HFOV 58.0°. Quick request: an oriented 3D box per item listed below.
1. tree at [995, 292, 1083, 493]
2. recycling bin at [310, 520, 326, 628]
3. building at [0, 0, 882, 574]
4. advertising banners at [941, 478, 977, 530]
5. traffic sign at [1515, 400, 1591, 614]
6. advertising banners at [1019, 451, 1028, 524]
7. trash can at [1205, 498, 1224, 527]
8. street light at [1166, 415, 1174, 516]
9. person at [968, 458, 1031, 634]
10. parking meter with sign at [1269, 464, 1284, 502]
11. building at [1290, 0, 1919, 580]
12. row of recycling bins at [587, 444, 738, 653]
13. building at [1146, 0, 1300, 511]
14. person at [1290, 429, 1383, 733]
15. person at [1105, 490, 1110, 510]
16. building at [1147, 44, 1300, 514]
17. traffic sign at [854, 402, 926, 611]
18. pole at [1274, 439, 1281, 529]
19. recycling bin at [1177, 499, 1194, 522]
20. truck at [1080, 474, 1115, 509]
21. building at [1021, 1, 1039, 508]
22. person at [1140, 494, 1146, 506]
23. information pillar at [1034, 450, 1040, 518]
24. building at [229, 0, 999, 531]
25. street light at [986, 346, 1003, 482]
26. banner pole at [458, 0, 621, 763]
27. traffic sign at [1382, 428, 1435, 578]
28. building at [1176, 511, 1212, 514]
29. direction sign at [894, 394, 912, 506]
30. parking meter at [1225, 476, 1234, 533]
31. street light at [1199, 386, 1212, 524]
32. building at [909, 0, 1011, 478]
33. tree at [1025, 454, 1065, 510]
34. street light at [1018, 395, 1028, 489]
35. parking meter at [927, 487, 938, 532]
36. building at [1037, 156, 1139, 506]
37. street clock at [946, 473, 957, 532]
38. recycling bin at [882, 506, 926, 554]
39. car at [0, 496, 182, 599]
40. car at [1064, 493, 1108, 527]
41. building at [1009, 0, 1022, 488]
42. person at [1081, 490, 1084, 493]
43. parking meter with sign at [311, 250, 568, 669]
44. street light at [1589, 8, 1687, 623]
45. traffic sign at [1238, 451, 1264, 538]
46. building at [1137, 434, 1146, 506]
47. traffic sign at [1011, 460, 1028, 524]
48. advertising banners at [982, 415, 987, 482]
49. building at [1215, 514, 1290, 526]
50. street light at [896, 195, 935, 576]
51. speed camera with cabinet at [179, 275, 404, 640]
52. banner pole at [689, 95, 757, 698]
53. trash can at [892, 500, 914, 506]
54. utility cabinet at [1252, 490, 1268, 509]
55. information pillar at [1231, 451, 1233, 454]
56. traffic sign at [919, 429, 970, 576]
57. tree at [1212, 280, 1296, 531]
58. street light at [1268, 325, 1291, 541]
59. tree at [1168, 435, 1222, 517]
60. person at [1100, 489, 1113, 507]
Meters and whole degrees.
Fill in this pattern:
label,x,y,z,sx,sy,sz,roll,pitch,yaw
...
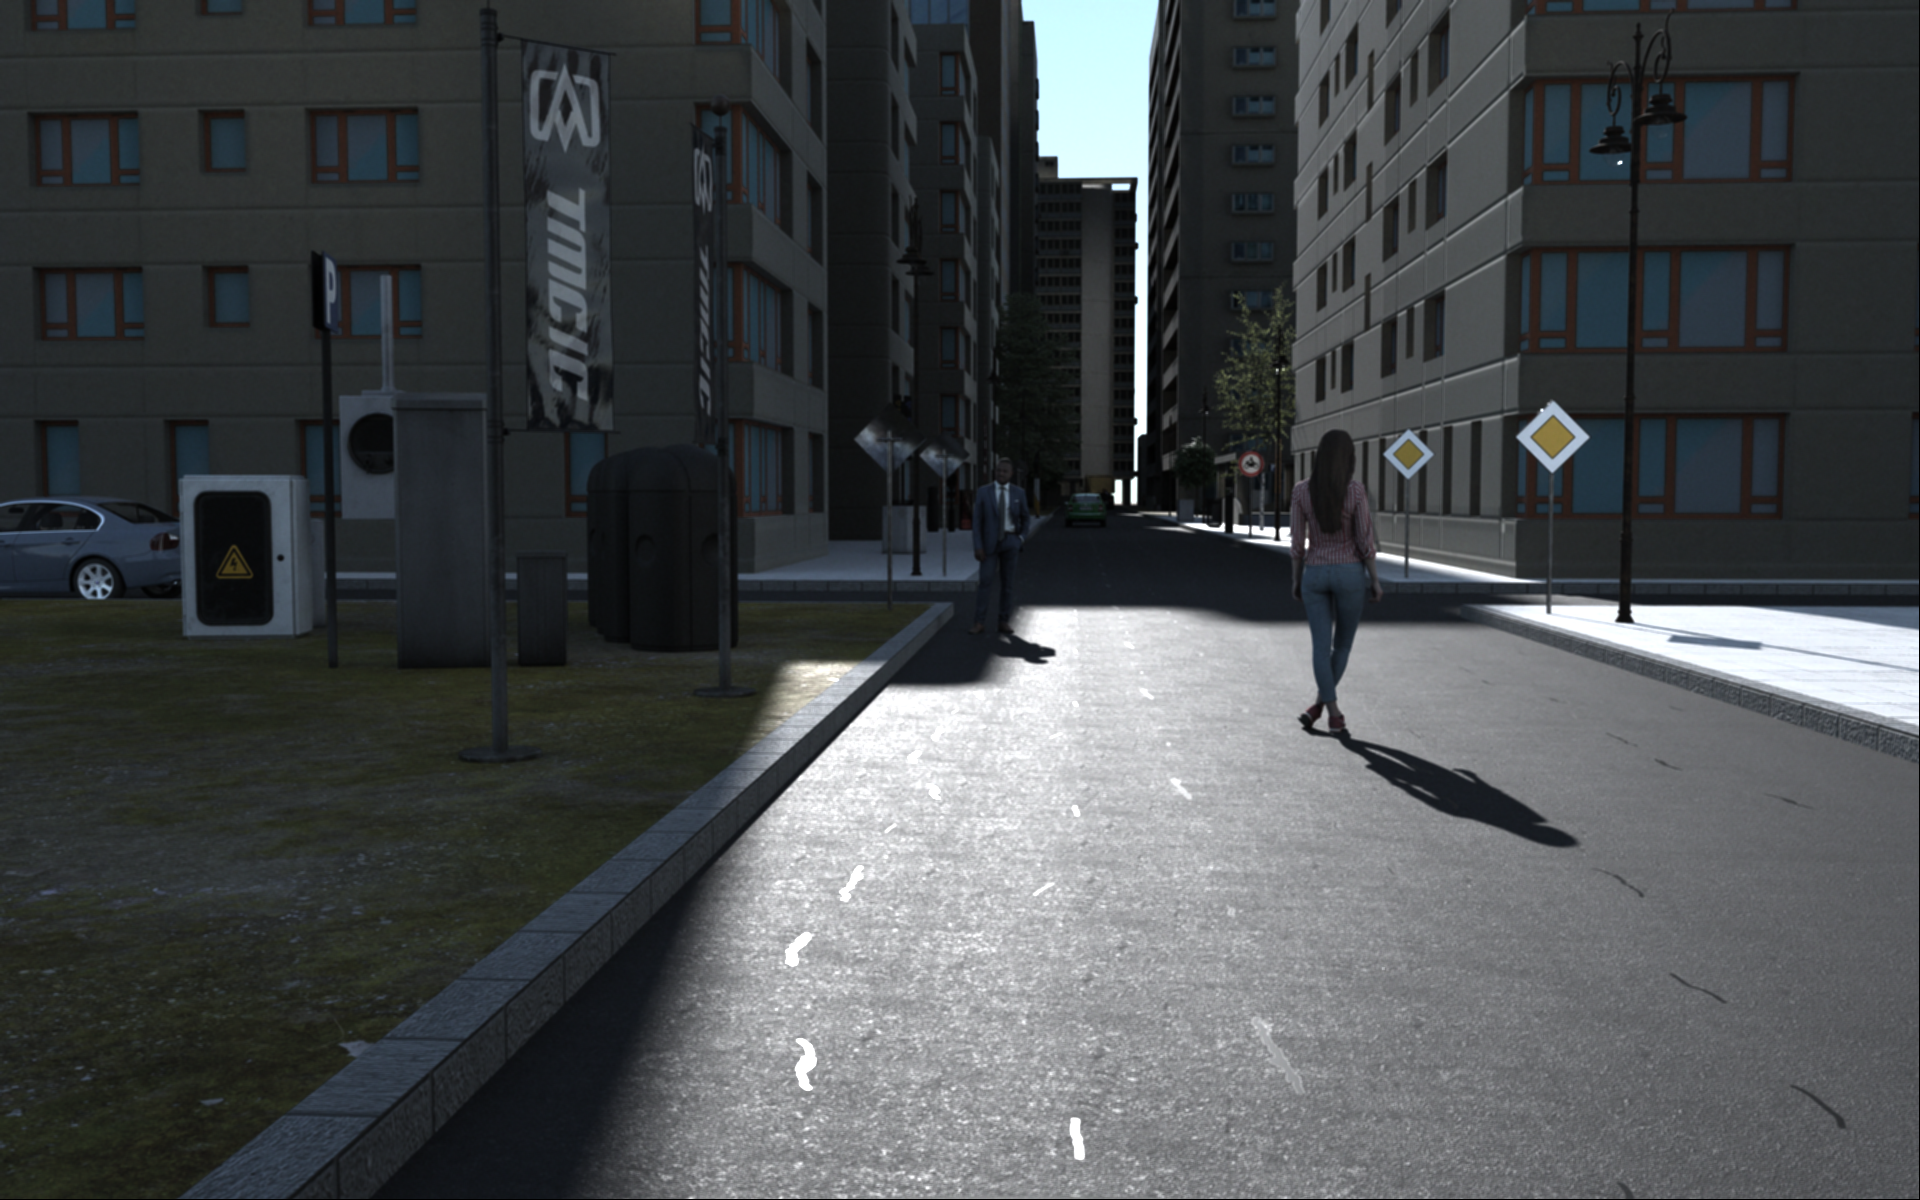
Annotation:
label,x,y,z,sx,sy,sz,roll,pitch,yaw
tree,3.125,-10.996,97.914,7.486,12.596,7.792,0,3,0
recycling bin,-6.569,-0.259,16.791,0.722,1.027,0.722,-2,4,-25
building,-16.151,-12.081,42.566,27.650,21.520,28.899,0,4,4
advertising banners,0.244,-3.997,61.540,2.074,3.025,0.090,0,4,-1
traffic sign,6.309,-0.909,18.506,0.795,2.450,0.064,0,4,4
advertising banners,2.618,-4.582,71.106,0.090,3.025,2.074,0,4,-6
trash can,9.804,-3.371,66.765,0.748,1.137,0.748,0,3,0
street light,12.262,-7.844,101.038,0.468,5.910,1.993,0,4,4
person,0.391,-0.567,17.951,0.721,1.800,0.419,-1,4,-15
parking meter with sign,17.049,-5.778,90.729,0.543,3.016,1.738,-3,5,-44
building,23.756,-11.828,38.427,28.899,21.520,27.650,0,4,4
row of recycling bins,-2.783,-0.521,15.638,1.069,1.692,3.534,-1,4,-19
building,28.914,-33.055,164.154,21.300,48.544,21.600,0,4,4
person,2.270,-0.119,10.448,0.555,1.821,0.388,1,4,10
person,13.133,-8.974,155.094,0.709,1.838,0.599,2,4,29
building,31.836,-27.494,141.412,32.217,40.220,23.993,0,4,4
traffic sign,-0.769,-0.939,18.994,0.795,2.450,0.064,0,4,4
pole,11.739,-4.289,63.972,0.158,3.312,0.155,0,3,0
recycling bin,10.561,-4.194,81.121,0.722,1.027,0.722,0,4,-2
truck,13.374,-10.433,166.503,3.469,3.379,9.791,0,4,2
building,-3.333,-33.203,166.572,21.600,48.544,21.300,0,4,4
person,19.408,-10.444,182.517,1.065,1.426,0.557,-2,4,-32
information pillar,4.097,-6.168,92.202,0.183,3.616,0.504,-1,4,-22
building,-12.680,-14.325,79.247,27.650,21.520,28.899,0,4,4
street light,1.085,-4.992,54.412,0.468,5.910,1.993,0,4,4
banner pole,-2.058,-1.129,8.476,0.863,3.779,0.401,-3,4,-37
traffic sign,6.837,-1.396,26.474,0.795,2.450,0.064,0,4,4
building,25.143,-30.264,118.521,21.300,48.544,21.600,0,4,4
direction sign,-1.313,-2.921,39.760,0.379,3.537,0.876,2,4,24
parking meter,8.784,-3.107,56.503,0.255,1.863,0.399,1,4,14
street light,10.460,-6.198,74.128,0.468,5.910,1.993,0,4,4
building,-4.012,-28.067,109.010,14.600,45.320,14.200,0,4,4
tree,7.521,-10.237,151.083,4.285,4.588,4.351,0,3,0
street light,2.966,-6.623,81.081,0.468,5.910,1.993,0,4,4
parking meter,-0.916,-3.075,58.686,0.372,1.533,0.369,0,3,0
building,8.596,-31.194,201.908,23.993,40.220,32.217,0,4,4
street clock,-0.286,-3.318,58.813,0.358,2.002,0.471,1,4,18
recycling bin,-1.202,-1.521,37.415,0.722,1.027,0.722,2,4,33
car,-12.204,-0.673,23.009,4.499,1.417,2.014,0,4,5
car,5.571,-4.143,76.540,1.959,1.807,4.718,0,4,5
building,-2.868,-26.888,123.206,14.154,41.232,14.086,0,4,4
person,8.583,-6.858,121.562,0.756,1.711,0.436,-2,4,-31
parking meter with sign,-3.817,-1.014,12.845,1.738,3.016,0.543,-1,4,-10
street light,6.650,-2.714,17.154,0.468,5.910,1.993,0,4,4
traffic sign,8.557,-3.111,50.973,0.768,2.556,0.104,0,4,5
building,35.687,-53.872,193.483,31.000,86.520,22.319,0,4,4
traffic sign,2.185,-3.985,65.259,0.768,2.556,0.104,1,4,13
advertising banners,0.699,-2.643,39.401,0.090,3.025,2.074,1,4,11
building,27.843,-23.432,75.002,32.217,40.220,23.993,0,4,4
street light,-0.688,-3.326,27.163,0.468,5.910,1.993,0,4,4
speed camera with cabinet,-5.851,-1.294,15.496,2.038,3.252,0.660,0,4,-7
banner pole,-1.536,-1.268,10.746,0.401,3.779,0.863,0,4,8
trash can,-1.500,-1.989,44.179,0.748,1.137,0.748,0,3,0
utility cabinet,15.501,-5.001,90.444,1.173,1.500,0.318,-1,4,-18
information pillar,14.857,-6.251,93.552,0.504,3.616,0.183,1,4,12
traffic sign,-0.240,-1.426,26.962,0.795,2.450,0.064,0,4,4
tree,10.595,-6.736,60.492,4.360,8.622,3.978,0,3,0
street light,8.757,-4.577,47.616,0.468,5.910,1.993,0,4,4
tree,13.089,-6.880,96.200,4.285,4.588,4.351,0,3,0
person,10.071,-6.902,121.371,1.348,1.821,0.705,-1,4,-23
